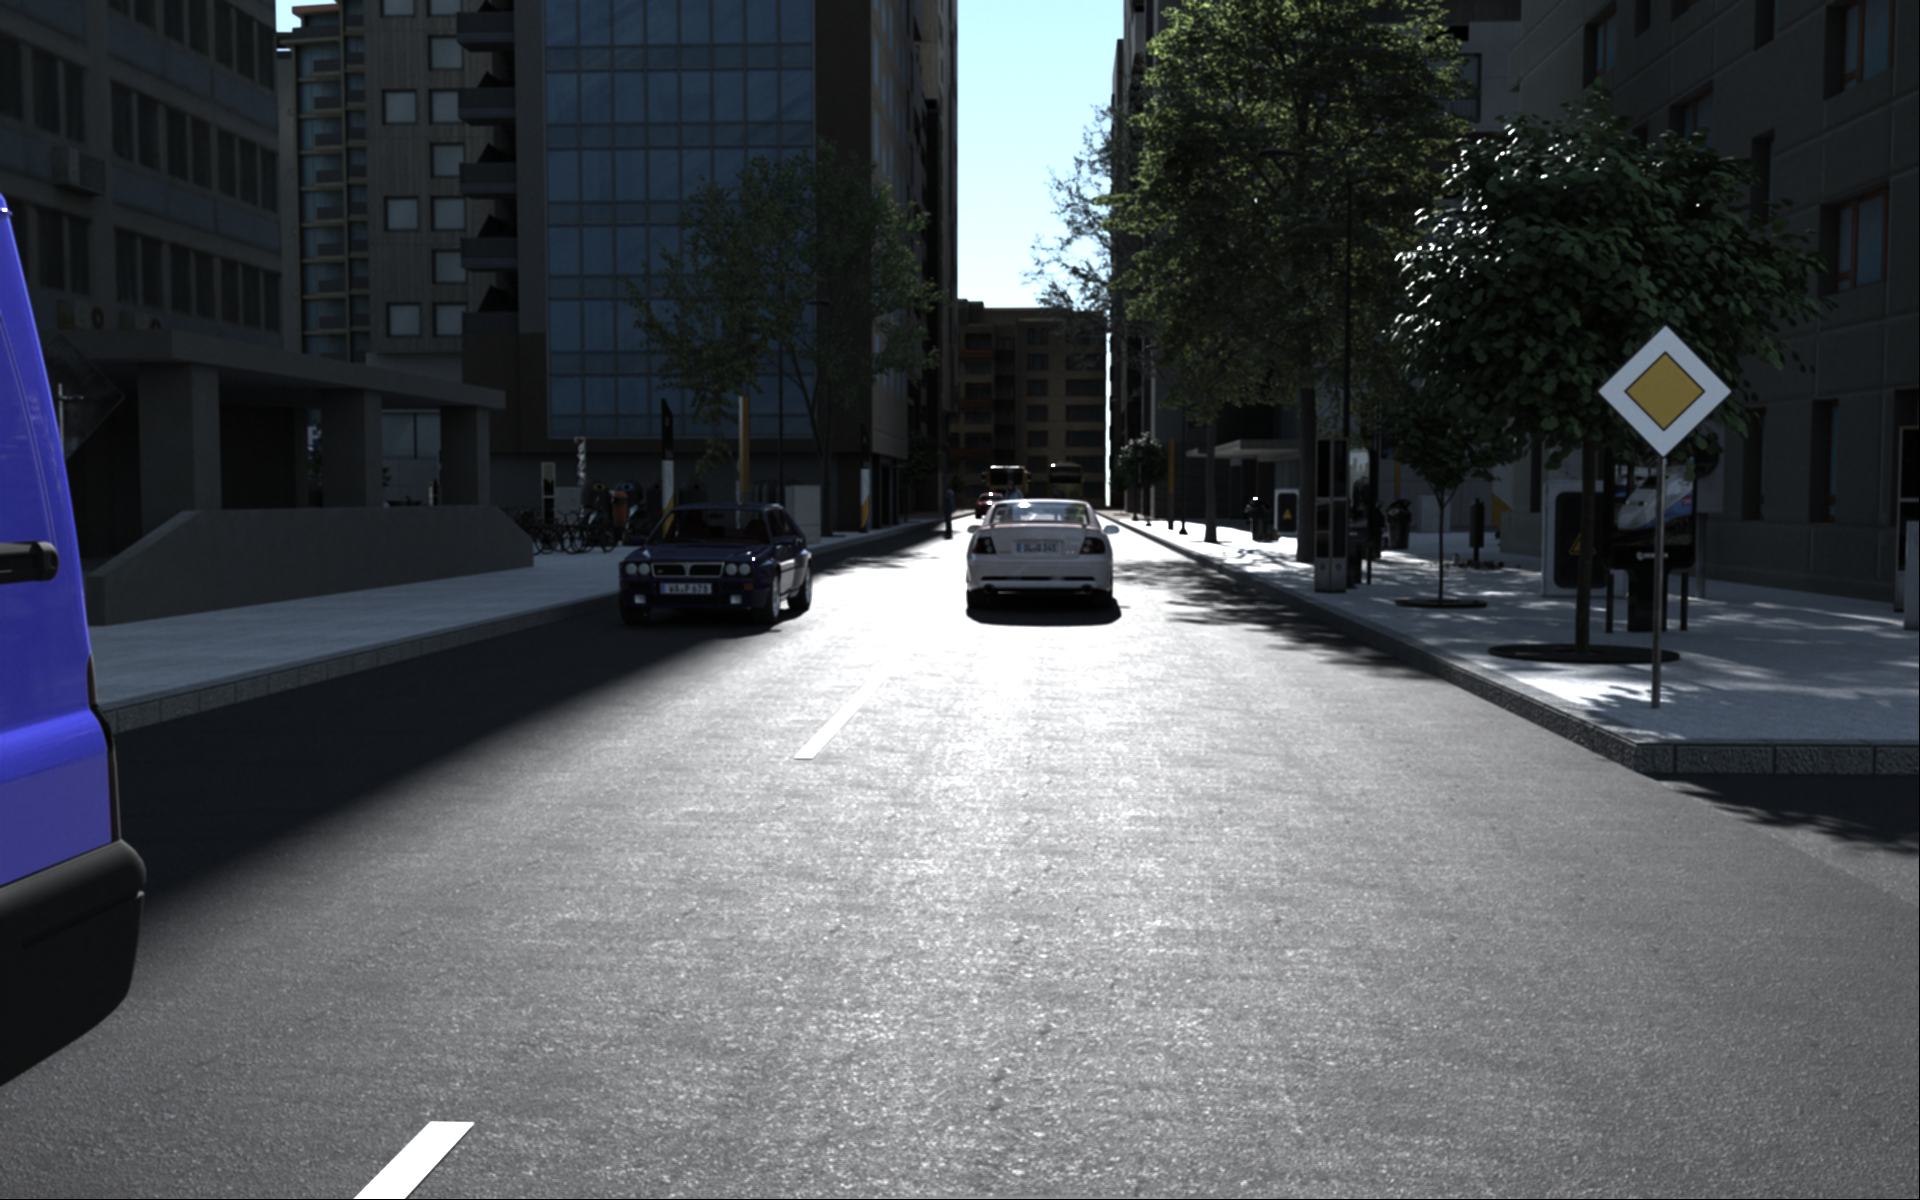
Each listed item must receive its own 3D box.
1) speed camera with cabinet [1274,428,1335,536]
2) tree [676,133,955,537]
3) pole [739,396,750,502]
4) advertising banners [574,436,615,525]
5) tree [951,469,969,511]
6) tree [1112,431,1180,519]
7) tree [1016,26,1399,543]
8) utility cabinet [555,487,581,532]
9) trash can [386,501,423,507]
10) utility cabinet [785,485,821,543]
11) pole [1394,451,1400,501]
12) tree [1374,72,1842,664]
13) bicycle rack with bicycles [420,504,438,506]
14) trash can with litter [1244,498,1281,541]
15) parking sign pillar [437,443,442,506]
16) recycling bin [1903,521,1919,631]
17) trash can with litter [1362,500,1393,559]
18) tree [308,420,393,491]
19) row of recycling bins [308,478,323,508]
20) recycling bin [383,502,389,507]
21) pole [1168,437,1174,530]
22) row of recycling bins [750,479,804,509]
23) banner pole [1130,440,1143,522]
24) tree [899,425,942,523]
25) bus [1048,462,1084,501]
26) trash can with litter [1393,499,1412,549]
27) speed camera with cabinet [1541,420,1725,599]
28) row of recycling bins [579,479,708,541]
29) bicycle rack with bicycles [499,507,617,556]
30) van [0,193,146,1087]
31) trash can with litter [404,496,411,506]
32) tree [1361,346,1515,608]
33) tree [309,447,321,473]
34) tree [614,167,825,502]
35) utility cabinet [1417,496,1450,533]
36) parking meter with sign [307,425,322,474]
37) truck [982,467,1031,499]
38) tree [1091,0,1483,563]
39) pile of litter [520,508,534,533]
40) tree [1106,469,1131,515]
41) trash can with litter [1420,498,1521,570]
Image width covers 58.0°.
[{"bbox_3d":[10.531,-3.544,52.284,2.038,3.252,0.660,3,4,37],"label":"speed camera with cabinet"},{"bbox_3d":[-4.148,-7.689,51.476,9.928,11.665,9.643,0,3,0],"label":"tree"},{"bbox_3d":[-4.501,-2.589,36.173,0.158,3.312,0.155,0,3,0],"label":"pole"},{"bbox_3d":[-10.898,-3.419,52.082,2.074,3.025,0.090,3,4,37],"label":"advertising banners"},{"bbox_3d":[-0.349,-8.324,130.706,1.663,3.219,1.824,0,3,0],"label":"tree"},{"bbox_3d":[9.391,-6.396,88.289,4.285,4.588,4.351,0,3,0],"label":"tree"},{"bbox_3d":[6.583,-8.265,45.505,12.009,13.543,11.850,0,3,0],"label":"tree"},{"bbox_3d":[-12.859,-2.983,57.452,1.173,1.500,0.318,0,4,8],"label":"utility cabinet"},{"bbox_3d":[-11.718,-1.523,36.554,0.748,1.137,0.748,0,3,0],"label":"trash can"},{"bbox_3d":[-4.033,-2.182,44.357,0.318,1.500,1.173,2,4,29],"label":"utility cabinet"},{"bbox_3d":[14.482,-3.885,57.368,0.158,3.312,0.155,0,3,0],"label":"pole"},{"bbox_3d":[4.949,-1.825,13.555,4.285,4.588,4.351,0,3,0],"label":"tree"},{"bbox_3d":[-20.143,-3.053,63.295,2.852,0.926,2.925,1,4,10],"label":"bicycle rack with bicycles"},{"bbox_3d":[8.287,-2.196,47.293,0.624,1.170,1.055,3,5,41],"label":"trash can with litter"},{"bbox_3d":[-19.587,-4.757,66.249,1.447,3.967,1.447,-2,4,-31],"label":"parking sign pillar"},{"bbox_3d":[9.392,-0.226,16.252,0.722,1.027,0.722,-3,4,-37],"label":"recycling bin"},{"bbox_3d":[7.912,-1.399,34.262,0.624,1.170,1.055,-2,4,-26],"label":"trash can with litter"},{"bbox_3d":[-14.025,-2.733,39.293,1.663,3.219,1.824,0,3,0],"label":"tree"},{"bbox_3d":[-16.349,-2.173,42.643,3.534,1.692,1.069,1,4,14],"label":"row of recycling bins"},{"bbox_3d":[-17.490,-2.444,52.520,0.722,1.027,0.722,0,4,-2],"label":"recycling bin"},{"bbox_3d":[7.567,-4.174,62.085,0.158,3.312,0.155,0,3,0],"label":"pole"},{"bbox_3d":[-5.261,-2.583,49.342,1.069,1.692,3.534,-2,4,-24],"label":"row of recycling bins"},{"bbox_3d":[8.271,-5.542,80.627,0.401,3.779,0.863,3,5,42],"label":"banner pole"},{"bbox_3d":[-3.189,-6.180,84.761,4.285,4.588,4.351,0,3,0],"label":"tree"},{"bbox_3d":[8.028,-8.574,131.732,2.896,3.916,12.252,0,4,4],"label":"bus"},{"bbox_3d":[10.068,-1.774,40.398,0.624,1.170,1.055,-1,4,-17],"label":"trash can with litter"},{"bbox_3d":[8.248,-1.647,21.266,2.038,3.252,0.660,1,4,17],"label":"speed camera with cabinet"},{"bbox_3d":[-8.729,-2.488,47.784,3.534,1.692,1.069,0,4,-3],"label":"row of recycling bins"},{"bbox_3d":[-8.750,-1.481,37.598,2.925,0.926,2.852,-3,5,-42],"label":"bicycle rack with bicycles"},{"bbox_3d":[-2.683,0.209,0.973,2.240,2.365,5.245,0,4,1],"label":"van"},{"bbox_3d":[-21.960,-3.541,68.948,1.678,1.210,2.233,-2,4,-29],"label":"trash can with litter"},{"bbox_3d":[5.646,-1.539,19.764,1.663,3.219,1.824,0,3,0],"label":"tree"},{"bbox_3d":[-31.115,-6.253,85.952,4.285,4.588,4.351,0,3,0],"label":"tree"},{"bbox_3d":[-5.173,-5.393,38.535,4.737,8.622,4.395,0,3,0],"label":"tree"},{"bbox_3d":[15.459,-2.773,56.507,1.020,1.237,0.306,0,4,-8],"label":"utility cabinet"},{"bbox_3d":[-16.259,-2.959,44.647,0.543,3.016,1.738,0,4,1],"label":"parking meter with sign"},{"bbox_3d":[3.522,-7.909,125.232,3.469,3.379,9.791,0,4,4],"label":"truck"},{"bbox_3d":[6.162,-6.977,32.207,7.486,12.596,7.792,0,3,0],"label":"tree"},{"bbox_3d":[-13.834,-2.473,54.407,1.176,0.858,1.719,-1,4,-19],"label":"pile of litter"},{"bbox_3d":[9.824,-6.869,106.907,1.663,3.219,1.824,0,3,0],"label":"tree"},{"bbox_3d":[8.916,-1.170,30.194,1.678,1.210,2.233,1,4,14],"label":"trash can with litter"}]
